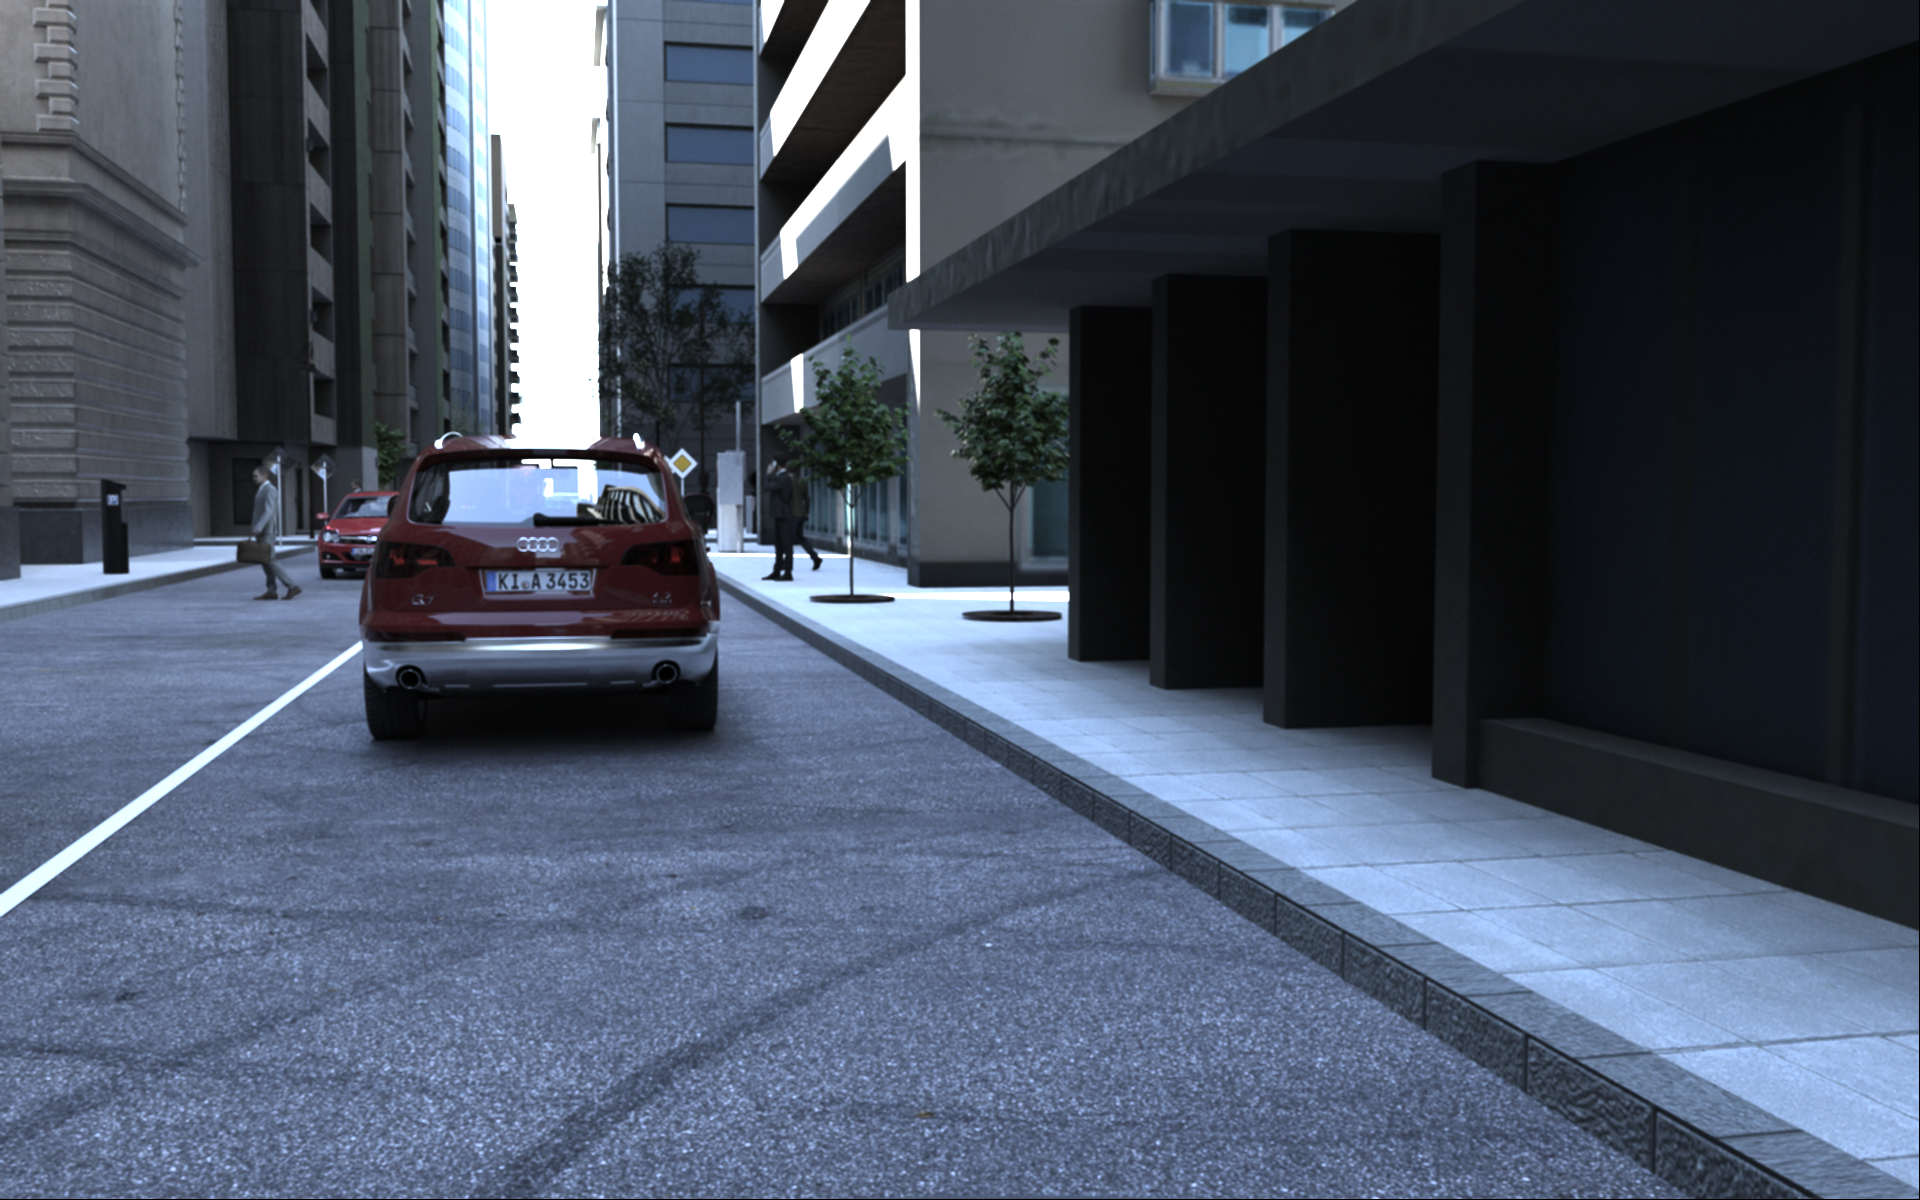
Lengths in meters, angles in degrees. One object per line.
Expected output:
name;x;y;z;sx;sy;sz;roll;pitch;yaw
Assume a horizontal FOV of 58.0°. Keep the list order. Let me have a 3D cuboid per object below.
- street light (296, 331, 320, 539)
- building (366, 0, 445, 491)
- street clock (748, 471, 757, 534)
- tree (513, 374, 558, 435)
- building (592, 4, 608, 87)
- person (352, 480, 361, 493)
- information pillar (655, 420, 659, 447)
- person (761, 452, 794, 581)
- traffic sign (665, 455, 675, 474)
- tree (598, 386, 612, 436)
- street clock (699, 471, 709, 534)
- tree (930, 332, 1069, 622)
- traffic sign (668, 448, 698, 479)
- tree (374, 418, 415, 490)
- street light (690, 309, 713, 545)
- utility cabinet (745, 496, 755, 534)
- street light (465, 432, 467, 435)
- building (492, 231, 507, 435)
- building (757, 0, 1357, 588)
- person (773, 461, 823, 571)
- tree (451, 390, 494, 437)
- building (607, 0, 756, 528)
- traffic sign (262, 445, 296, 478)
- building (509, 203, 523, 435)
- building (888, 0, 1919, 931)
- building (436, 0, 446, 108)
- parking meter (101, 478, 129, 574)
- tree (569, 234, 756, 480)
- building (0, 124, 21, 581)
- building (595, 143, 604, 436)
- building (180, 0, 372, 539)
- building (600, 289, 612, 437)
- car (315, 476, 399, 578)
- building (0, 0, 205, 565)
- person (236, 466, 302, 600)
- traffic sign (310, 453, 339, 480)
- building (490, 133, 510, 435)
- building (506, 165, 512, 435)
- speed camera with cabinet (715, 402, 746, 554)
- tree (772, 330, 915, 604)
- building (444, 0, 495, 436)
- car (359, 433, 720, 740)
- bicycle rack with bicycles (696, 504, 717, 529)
street light;-18.560;-4.688;49.436;0.468;5.910;1.993;-1;4;-13
building;-30.317;-23.932;74.884;14.154;41.232;14.086;-1;4;-13
street clock;-6.521;-3.112;55.449;0.471;2.002;0.358;-3;4;-36
tree;-70.712;-25.700;276.086;12.611;20.169;13.585;0;3;0
building;-24.766;-36.609;187.797;28.713;52.752;27.495;-1;4;-13
person;-15.004;-2.077;42.727;0.573;1.790;0.520;-3;5;-43
information pillar;-9.553;-3.874;54.688;0.183;3.616;0.504;-1;4;-17
person;-2.693;-1.233;25.567;0.474;1.900;0.648;-1;4;-10
traffic sign;-8.720;-3.010;51.398;0.795;2.593;0.064;-1;4;-13
tree;-18.008;-8.943;96.581;4.360;8.622;3.978;0;3;0
street clock;-8.157;-3.100;55.254;0.358;2.002;0.471;0;4;5
tree;0.555;-1.410;17.654;1.663;3.219;1.824;0;3;0
traffic sign;-6.962;-2.533;43.608;0.795;2.593;0.064;-1;4;-13
tree;-22.880;-5.095;67.017;4.285;4.588;4.351;0;3;0
street light;-6.452;-4.314;43.320;0.468;5.910;1.993;-1;4;-13
utility cabinet;-6.579;-2.783;56.657;0.306;1.237;1.020;2;4;32
street light;-35.387;-9.261;124.206;0.468;5.910;1.993;-1;4;-13
building;-56.020;-25.289;185.183;14.160;30.474;14.107;-1;4;-13
building;7.529;-25.139;34.723;21.300;48.544;21.600;-1;4;-13
person;-2.720;-1.412;29.038;0.836;1.842;0.656;0;4;-2
tree;-34.474;-10.383;120.131;4.360;8.622;3.978;0;3;0
building;-5.658;-32.896;79.841;21.231;58.520;28.212;-1;4;-13
traffic sign;-16.326;-2.406;41.524;0.795;2.593;0.064;-1;4;-13
building;-75.021;-36.450;250.573;22.147;44.769;28.867;-1;4;-13
building;12.986;-21.250;2.062;22.147;44.769;28.867;-1;4;-13
building;-41.060;-29.051;98.686;21.300;48.544;21.600;-1;4;-13
parking meter;-13.619;-1.193;27.909;0.372;1.533;0.369;0;3;0
tree;-10.050;-7.770;61.449;8.767;10.594;7.601;0;4;5
building;-17.202;-13.172;12.619;12.463;27.353;25.104;-1;4;-13
building;-38.319;-34.679;217.106;14.600;45.320;14.200;-1;4;-13
building;-26.347;-17.235;53.497;14.160;30.474;14.107;-1;4;-13
building;-19.052;-19.336;161.185;27.650;21.520;28.899;-1;4;-13
car;-10.317;-1.342;30.974;2.155;1.783;4.494;-1;4;-12
building;-26.082;-12.519;33.558;19.941;23.489;11.050;-1;4;-13
person;-9.412;-0.909;23.478;0.853;1.813;0.709;-2;4;-35
traffic sign;-18.084;-2.882;49.314;0.795;2.593;0.064;-1;4;-13
building;-61.851;-34.171;208.811;14.600;45.320;14.200;-1;4;-13
building;-69.849;-36.806;225.477;21.300;48.544;21.600;-1;4;-13
speed camera with cabinet;-5.025;-2.659;37.803;0.660;3.252;2.038;-1;4;-8
tree;-1.420;-1.592;20.635;1.663;3.219;1.824;0;3;0
building;-55.248;-37.916;161.926;21.231;58.520;28.212;-1;4;-13
car;-2.779;-0.191;11.797;2.281;1.827;5.304;-1;4;-12
bicycle rack with bicycles;-9.481;-3.073;63.622;2.925;0.926;2.852;-1;4;-17
